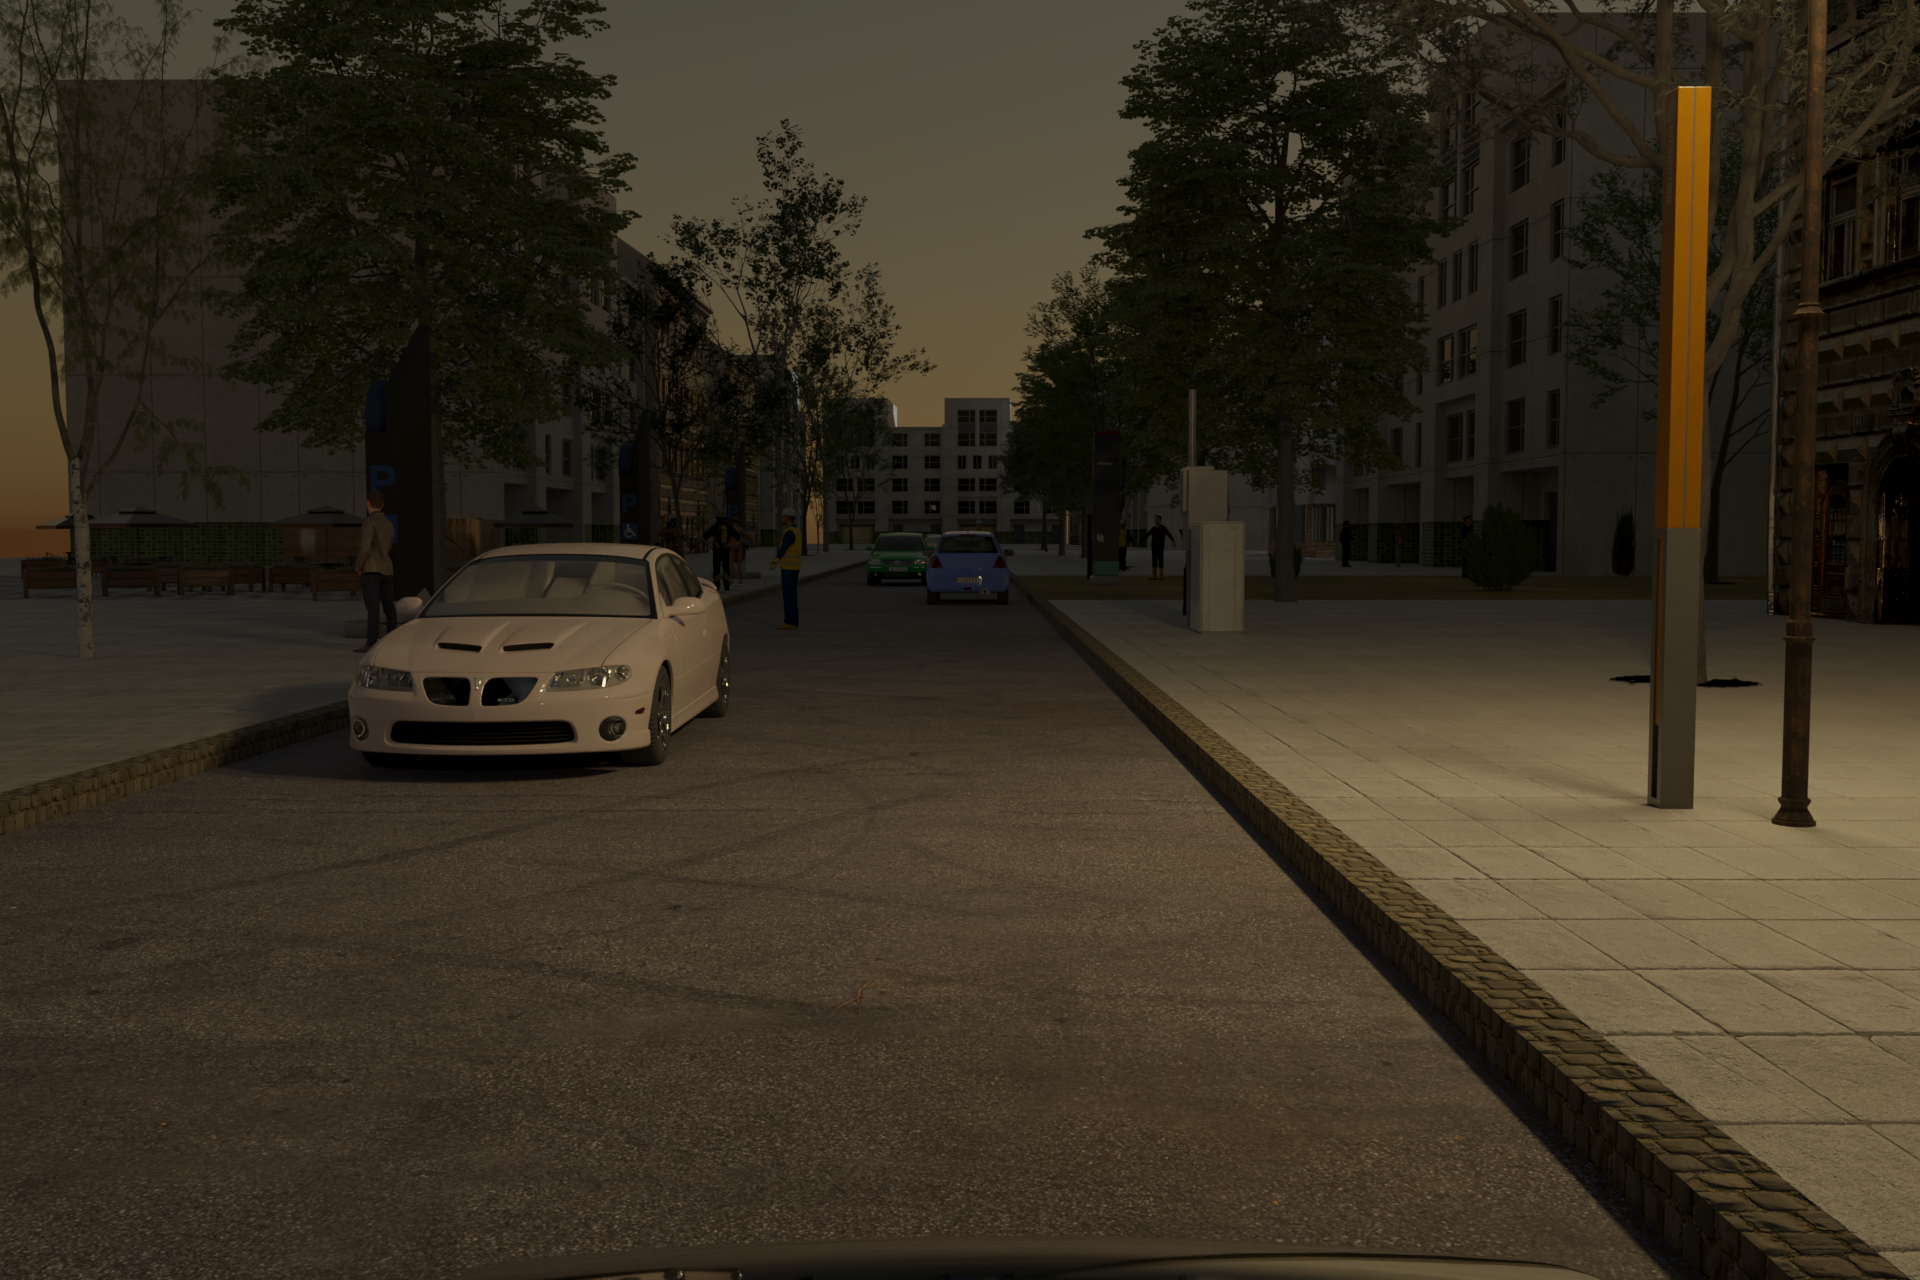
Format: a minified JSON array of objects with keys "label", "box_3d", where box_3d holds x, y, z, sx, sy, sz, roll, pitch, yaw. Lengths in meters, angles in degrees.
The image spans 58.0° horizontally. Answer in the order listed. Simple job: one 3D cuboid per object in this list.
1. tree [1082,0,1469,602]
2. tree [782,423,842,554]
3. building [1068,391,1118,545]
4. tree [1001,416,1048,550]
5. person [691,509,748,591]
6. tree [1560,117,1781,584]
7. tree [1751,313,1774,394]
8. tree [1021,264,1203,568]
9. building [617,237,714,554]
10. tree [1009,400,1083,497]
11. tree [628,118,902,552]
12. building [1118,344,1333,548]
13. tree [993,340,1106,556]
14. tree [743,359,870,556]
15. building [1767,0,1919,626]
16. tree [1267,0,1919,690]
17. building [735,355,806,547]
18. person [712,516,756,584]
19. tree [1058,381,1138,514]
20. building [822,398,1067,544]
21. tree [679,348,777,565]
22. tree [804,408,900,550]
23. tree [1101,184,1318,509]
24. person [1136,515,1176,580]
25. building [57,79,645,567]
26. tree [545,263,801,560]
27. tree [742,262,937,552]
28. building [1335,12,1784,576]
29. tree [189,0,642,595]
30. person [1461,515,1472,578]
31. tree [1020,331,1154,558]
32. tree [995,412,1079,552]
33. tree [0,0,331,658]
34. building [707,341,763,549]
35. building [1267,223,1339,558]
[{"label":"tree","box_3d":[5.837,-6.987,32.358,7.486,12.596,7.792,0,3,0]},{"label":"tree","box_3d":[-8.847,-9.796,110.521,4.360,8.622,3.978,0,3,0]},{"label":"building","box_3d":[22.695,-22.850,204.521,19.493,23.208,18.063,0,3,0]},{"label":"tree","box_3d":[6.773,-12.937,137.281,9.928,11.665,9.643,0,3,0]},{"label":"person","box_3d":[-5.420,-2.047,39.243,1.354,1.856,0.705,-2,4,-25]},{"label":"tree","box_3d":[19.260,-7.245,44.216,9.928,11.665,9.643,0,3,0]},{"label":"tree","box_3d":[20.484,-7.185,35.598,7.486,12.596,7.792,0,3,0]},{"label":"tree","box_3d":[6.110,-8.602,66.393,9.928,11.665,9.643,0,3,0]},{"label":"building","box_3d":[-26.520,-16.985,108.626,19.493,23.208,18.063,0,4,1]},{"label":"tree","box_3d":[6.428,-10.892,112.501,8.767,10.594,7.601,3,5,42]},{"label":"tree","box_3d":[-9.195,-13.814,81.748,12.611,20.169,13.585,0,3,0]},{"label":"building","box_3d":[25.205,-18.570,170.069,16.747,18.905,31.486,0,4,0]},{"label":"tree","box_3d":[5.777,-11.229,101.716,7.486,12.596,7.792,0,3,0]},{"label":"tree","box_3d":[-9.004,-10.761,101.692,9.928,11.665,9.643,0,3,0]},{"label":"building","box_3d":[22.137,-11.436,17.911,19.493,23.208,18.063,0,3,0]},{"label":"tree","box_3d":[6.289,-6.357,14.303,12.009,13.543,11.850,0,3,0]},{"label":"building","box_3d":[-26.575,-19.578,186.561,16.747,18.905,31.486,0,4,1]},{"label":"person","box_3d":[-5.818,-2.317,44.685,1.217,1.733,0.721,-2,4,-27]},{"label":"tree","box_3d":[6.272,-8.179,84.084,4.360,8.622,3.978,0,3,0]},{"label":"building","box_3d":[-1.704,-22.172,231.418,31.486,18.905,16.747,0,4,2]},{"label":"tree","box_3d":[-9.544,-7.287,69.508,4.737,8.622,4.395,0,3,0]},{"label":"tree","box_3d":[-8.520,-12.891,136.517,9.928,11.665,9.643,0,3,0]},{"label":"tree","box_3d":[7.710,-8.277,53.462,7.486,12.596,7.792,0,3,0]},{"label":"person","box_3d":[5.478,-2.566,48.100,1.346,1.812,0.704,3,5,42]},{"label":"building","box_3d":[-26.558,-13.271,83.432,16.747,18.905,31.486,0,4,1]},{"label":"tree","box_3d":[-9.631,-7.639,59.304,8.767,10.594,7.601,-1,4,-22]},{"label":"tree","box_3d":[-8.436,-16.198,120.730,12.611,20.169,13.585,0,3,0]},{"label":"building","box_3d":[26.520,-12.298,67.536,16.747,18.905,31.486,0,3,0]},{"label":"tree","box_3d":[-9.027,-6.779,28.961,7.486,12.596,7.792,0,3,0]},{"label":"person","box_3d":[14.777,-2.719,50.383,0.705,1.837,1.347,2,4,26]},{"label":"tree","box_3d":[6.841,-10.617,91.713,7.486,12.596,7.792,0,3,0]},{"label":"tree","box_3d":[5.860,-11.574,123.653,7.601,10.594,8.767,-2,4,-30]},{"label":"tree","box_3d":[-9.238,-4.131,17.909,4.360,8.622,3.978,0,3,0]},{"label":"building","box_3d":[-28.817,-20.008,158.052,19.493,23.208,18.063,0,4,1]},{"label":"building","box_3d":[24.223,-15.292,106.446,16.016,20.090,11.380,0,4,0]}]
